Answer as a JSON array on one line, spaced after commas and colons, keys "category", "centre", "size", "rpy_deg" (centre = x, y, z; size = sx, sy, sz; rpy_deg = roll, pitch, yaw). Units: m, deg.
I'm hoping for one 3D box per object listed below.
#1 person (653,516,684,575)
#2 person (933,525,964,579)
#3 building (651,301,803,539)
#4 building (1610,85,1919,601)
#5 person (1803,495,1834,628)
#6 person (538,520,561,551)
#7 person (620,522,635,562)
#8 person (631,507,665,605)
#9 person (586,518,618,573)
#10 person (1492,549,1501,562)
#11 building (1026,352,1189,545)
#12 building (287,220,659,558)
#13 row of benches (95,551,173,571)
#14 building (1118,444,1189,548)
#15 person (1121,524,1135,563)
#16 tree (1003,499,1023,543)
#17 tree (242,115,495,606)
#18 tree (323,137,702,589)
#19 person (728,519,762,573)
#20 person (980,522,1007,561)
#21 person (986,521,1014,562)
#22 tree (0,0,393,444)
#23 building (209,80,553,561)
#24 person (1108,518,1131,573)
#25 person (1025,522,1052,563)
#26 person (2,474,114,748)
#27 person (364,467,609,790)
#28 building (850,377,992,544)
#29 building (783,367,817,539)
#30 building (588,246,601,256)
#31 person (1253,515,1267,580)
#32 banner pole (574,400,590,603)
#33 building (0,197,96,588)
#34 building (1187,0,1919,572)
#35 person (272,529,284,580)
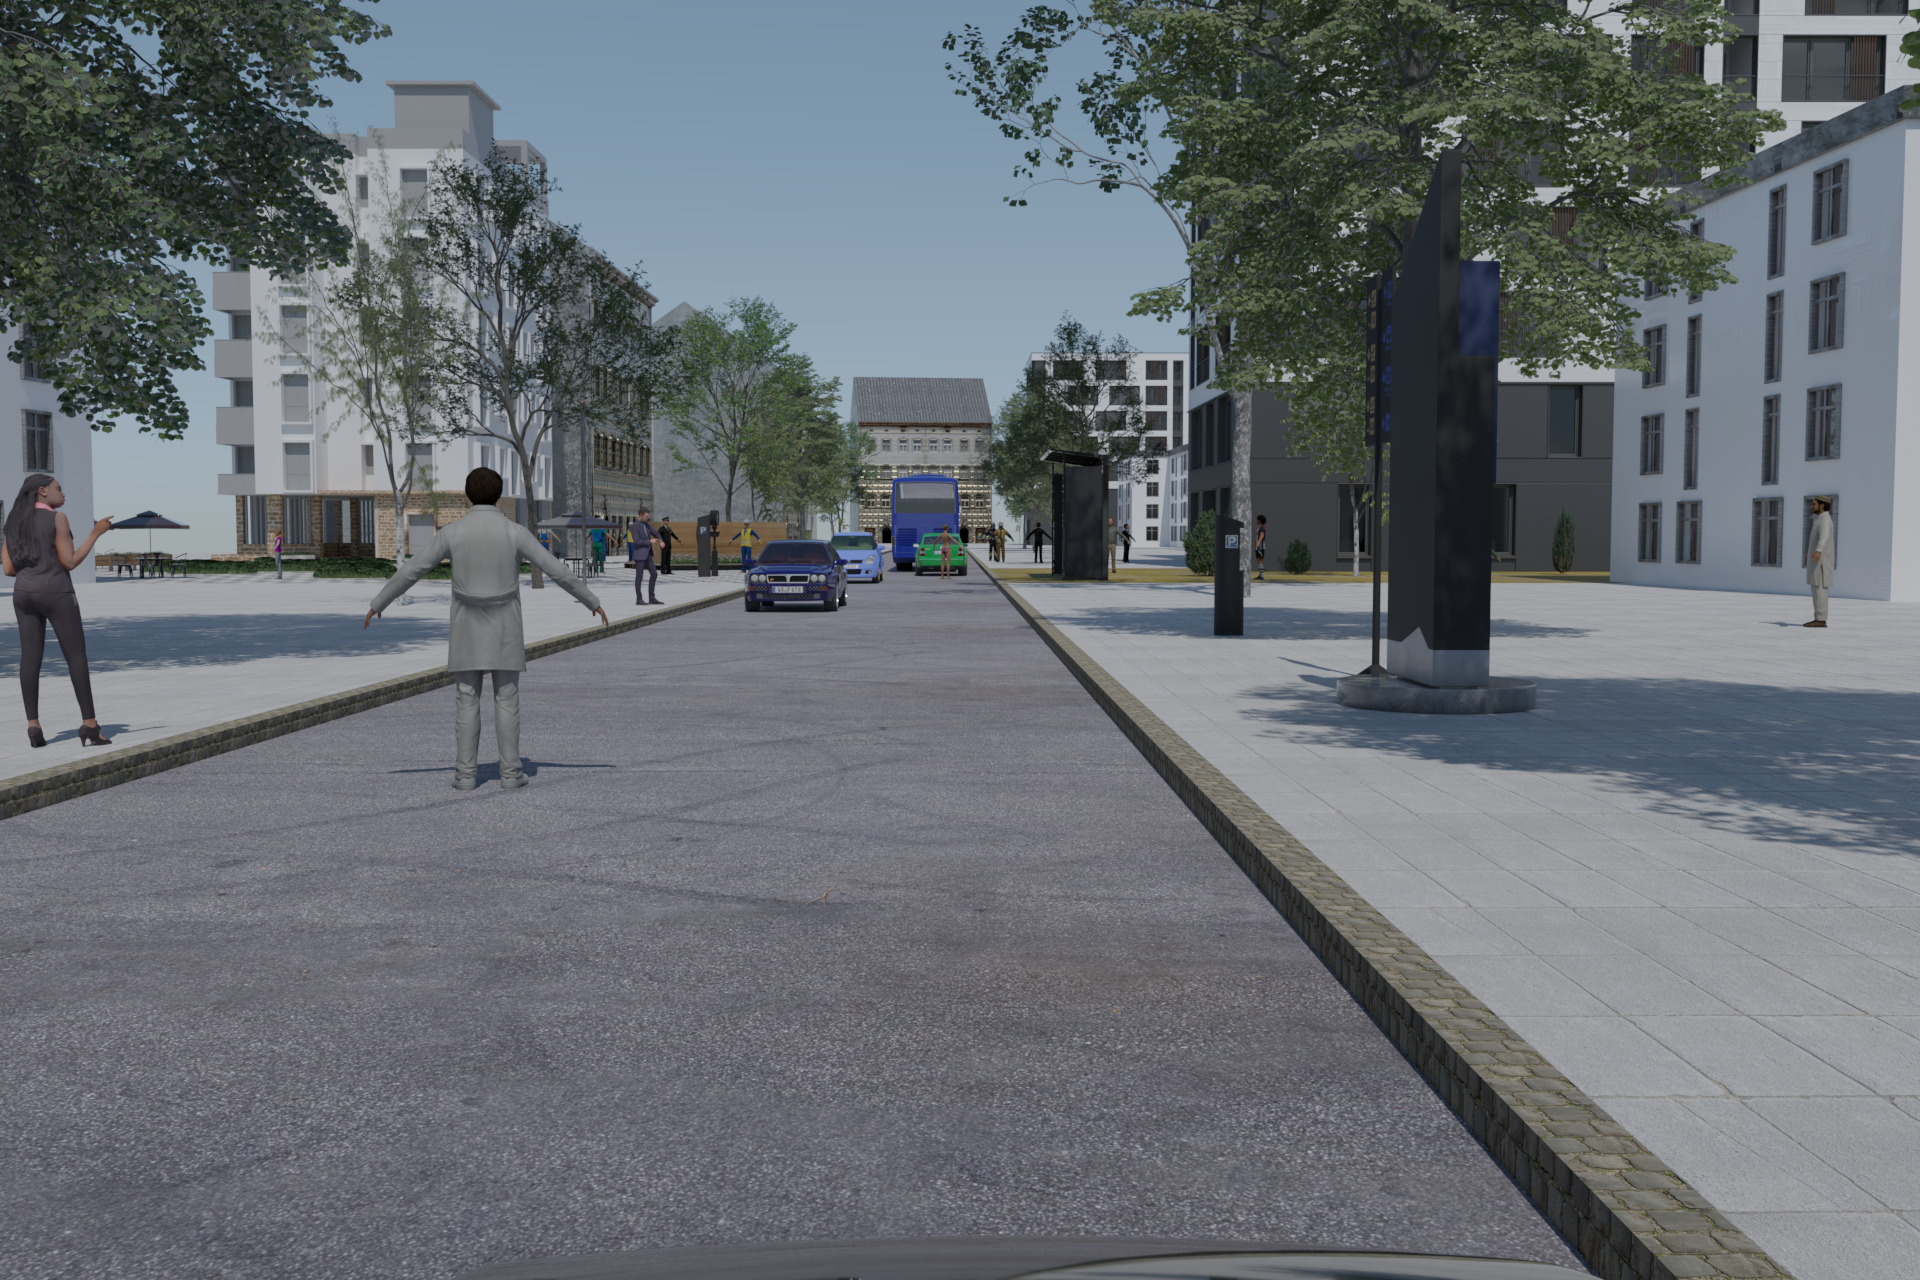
[{"category": "person", "centre": [-9.246, -2.977, 54.604], "size": [0.705, 1.837, 1.347], "rpy_deg": [2, 4, 33]}, {"category": "person", "centre": [-0.399, -2.800, 55.034], "size": [1.217, 1.733, 0.721], "rpy_deg": [3, 4, 37]}, {"category": "building", "centre": [-25.906, -20.914, 172.874], "size": [19.493, 23.208, 18.063], "rpy_deg": [0, 4, 0]}, {"category": "building", "centre": [22.136, -5.540, 32.721], "size": [9.099, 9.664, 28.070], "rpy_deg": [0, 4, -1]}, {"category": "person", "centre": [11.819, -1.087, 23.859], "size": [0.704, 1.819, 1.344], "rpy_deg": [1, 4, 23]}, {"category": "person", "centre": [-16.798, -3.923, 69.994], "size": [1.347, 1.847, 0.705], "rpy_deg": [-1, 4, -10]}, {"category": "person", "centre": [-14.855, -4.416, 78.175], "size": [1.349, 1.833, 0.705], "rpy_deg": [3, 5, 42]}, {"category": "person", "centre": [-5.576, -1.509, 31.167], "size": [0.568, 1.767, 0.683], "rpy_deg": [1, 4, 20]}, {"category": "person", "centre": [-11.773, -3.085, 56.574], "size": [1.347, 1.817, 0.704], "rpy_deg": [2, 4, 24]}, {"category": "person", "centre": [9.557, -1.410, 32.259], "size": [0.989, 1.438, 0.599], "rpy_deg": [1, 4, 17]}, {"category": "building", "centre": [21.886, -22.460, 211.202], "size": [27.936, 21.610, 32.646], "rpy_deg": [0, 4, 0]}, {"category": "building", "centre": [-29.189, -16.630, 102.833], "size": [19.493, 23.208, 18.063], "rpy_deg": [0, 4, 0]}, {"category": "row of benches", "centre": [-29.284, -2.817, 61.523], "size": [1.422, 0.672, 4.104], "rpy_deg": [0, 4, 6]}, {"category": "building", "centre": [21.679, -14.176, 173.919], "size": [9.099, 9.664, 28.070], "rpy_deg": [0, 4, -1]}, {"category": "person", "centre": [7.372, -4.237, 75.989], "size": [0.721, 1.740, 1.216], "rpy_deg": [2, 4, 35]}, {"category": "tree", "centre": [8.056, -17.708, 239.883], "size": [4.737, 8.622, 4.395], "rpy_deg": [0, 3, 0]}, {"category": "tree", "centre": [-9.894, -4.930, 30.968], "size": [4.360, 8.622, 3.978], "rpy_deg": [0, 3, 0]}, {"category": "tree", "centre": [-10.095, -6.495, 40.612], "size": [8.767, 10.594, 7.601], "rpy_deg": [-3, 4, -36]}, {"category": "person", "centre": [-7.036, -3.078, 56.790], "size": [1.216, 1.772, 0.721], "rpy_deg": [1, 4, 21]}, {"category": "person", "centre": [1.579, -4.679, 82.286], "size": [1.354, 1.856, 0.705], "rpy_deg": [-1, 4, -17]}, {"category": "person", "centre": [1.855, -4.484, 79.078], "size": [1.354, 1.858, 0.705], "rpy_deg": [-1, 4, -18]}, {"category": "tree", "centre": [-9.592, -6.684, 15.938], "size": [9.857, 13.997, 8.962], "rpy_deg": [0, 3, 0]}, {"category": "building", "centre": [-25.246, -13.291, 73.733], "size": [16.016, 20.090, 11.380], "rpy_deg": [0, 4, -1]}, {"category": "person", "centre": [4.946, -3.104, 57.021], "size": [1.348, 1.796, 0.705], "rpy_deg": [0, 4, 5]}, {"category": "person", "centre": [3.483, -4.304, 76.553], "size": [1.347, 1.806, 0.705], "rpy_deg": [1, 4, 18]}, {"category": "person", "centre": [-5.439, -0.181, 10.472], "size": [0.593, 1.643, 0.415], "rpy_deg": [-2, 4, -34]}, {"category": "person", "centre": [-2.672, -0.070, 9.780], "size": [1.347, 1.806, 0.705], "rpy_deg": [-1, 4, -11]}, {"category": "building", "centre": [-5.785, -24.960, 241.483], "size": [18.063, 23.208, 19.493], "rpy_deg": [0, 4, -7]}, {"category": "building", "centre": [-26.251, -20.347, 199.133], "size": [16.747, 18.905, 31.486], "rpy_deg": [0, 4, 0]}, {"category": "building", "centre": [-29.292, -15.829, 115.222], "size": [16.016, 20.090, 11.380], "rpy_deg": [0, 4, 0]}, {"category": "person", "centre": [8.417, -2.603, 48.704], "size": [0.704, 1.843, 1.345], "rpy_deg": [1, 4, 8]}, {"category": "banner pole", "centre": [-7.035, -2.603, 32.581], "size": [0.401, 3.779, 0.863], "rpy_deg": [0, 4, -1]}, {"category": "building", "centre": [-23.422, -5.444, 31.153], "size": [9.099, 9.664, 28.070], "rpy_deg": [0, 4, 1]}, {"category": "building", "centre": [23.442, -14.095, 74.429], "size": [27.936, 21.610, 32.646], "rpy_deg": [0, 4, 0]}, {"category": "person", "centre": [-19.322, -2.427, 48.940], "size": [0.599, 1.433, 0.991], "rpy_deg": [-1, 4, -15]}]
